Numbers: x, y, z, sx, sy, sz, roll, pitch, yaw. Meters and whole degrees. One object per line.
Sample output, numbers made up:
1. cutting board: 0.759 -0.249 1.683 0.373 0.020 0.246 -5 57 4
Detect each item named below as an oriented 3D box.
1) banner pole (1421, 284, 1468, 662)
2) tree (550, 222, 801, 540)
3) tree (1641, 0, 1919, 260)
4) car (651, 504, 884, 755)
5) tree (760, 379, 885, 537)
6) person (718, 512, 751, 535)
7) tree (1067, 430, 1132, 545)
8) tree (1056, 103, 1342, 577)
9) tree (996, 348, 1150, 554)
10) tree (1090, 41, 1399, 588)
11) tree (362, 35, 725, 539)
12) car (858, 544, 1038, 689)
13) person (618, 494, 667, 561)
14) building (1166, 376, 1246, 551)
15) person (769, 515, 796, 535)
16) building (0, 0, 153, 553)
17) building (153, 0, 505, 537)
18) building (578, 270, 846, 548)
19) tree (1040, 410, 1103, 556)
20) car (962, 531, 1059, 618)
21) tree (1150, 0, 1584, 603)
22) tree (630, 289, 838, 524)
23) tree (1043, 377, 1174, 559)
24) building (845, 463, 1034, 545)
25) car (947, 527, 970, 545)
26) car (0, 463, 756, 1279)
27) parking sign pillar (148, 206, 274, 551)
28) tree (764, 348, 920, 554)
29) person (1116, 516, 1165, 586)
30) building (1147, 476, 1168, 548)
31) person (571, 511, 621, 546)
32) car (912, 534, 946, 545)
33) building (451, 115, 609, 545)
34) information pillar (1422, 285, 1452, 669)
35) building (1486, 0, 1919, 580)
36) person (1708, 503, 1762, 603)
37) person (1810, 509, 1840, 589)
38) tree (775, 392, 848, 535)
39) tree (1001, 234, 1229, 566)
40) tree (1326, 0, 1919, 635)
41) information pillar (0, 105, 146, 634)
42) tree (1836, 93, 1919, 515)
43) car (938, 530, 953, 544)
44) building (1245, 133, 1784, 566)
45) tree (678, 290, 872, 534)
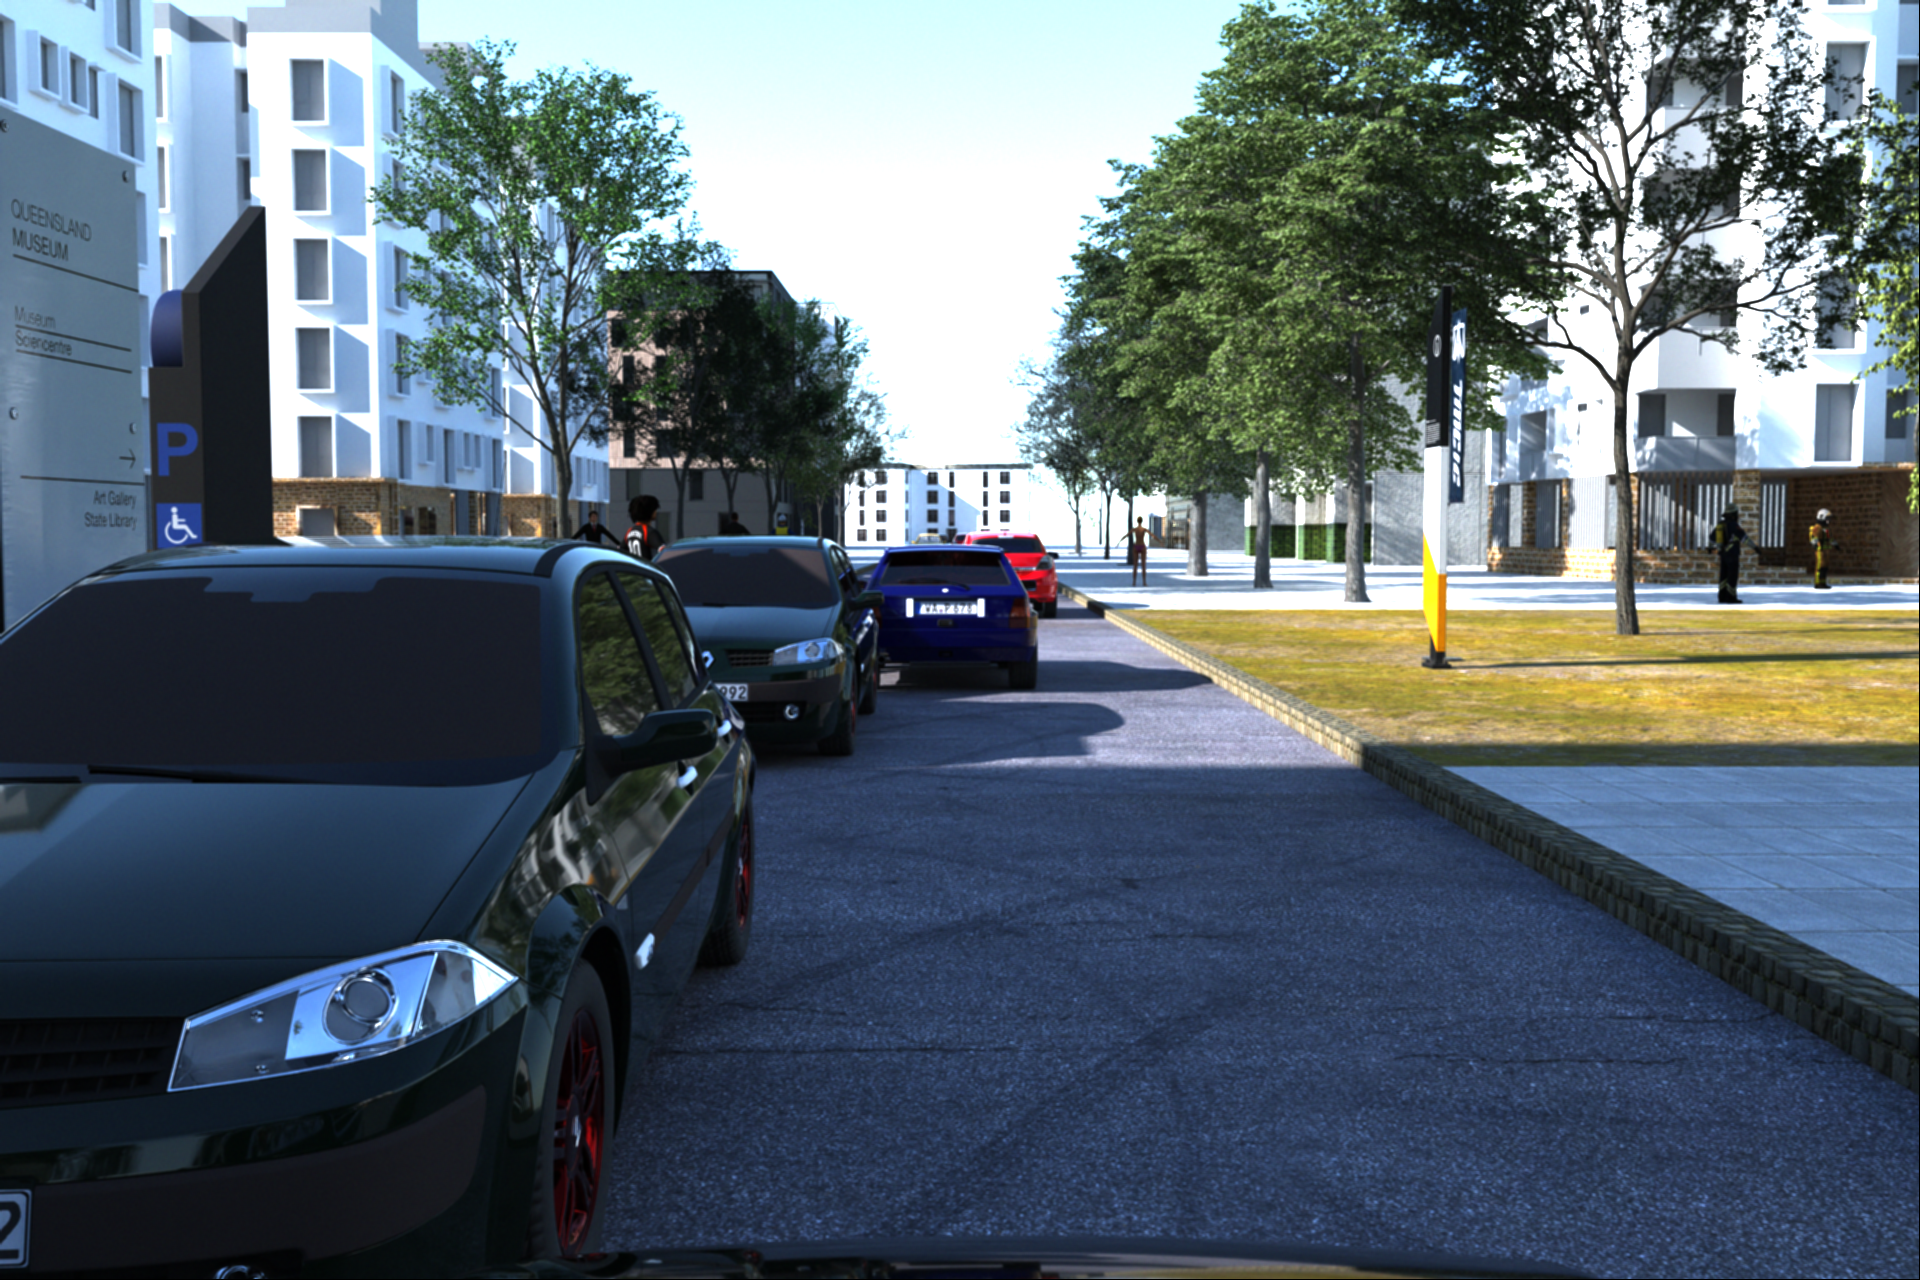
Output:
1. banner pole: 4.900 -1.666 17.255 0.401 3.779 0.863 0 4 -1
2. tree: -8.711 -7.235 52.707 8.767 10.594 7.601 0 4 6
3. tree: 7.236 -4.591 9.481 8.767 10.594 7.601 3 5 40
4. car: -1.523 -0.163 12.450 2.009 1.686 4.222 0 4 0
5. tree: -8.121 -10.317 103.103 8.767 10.594 7.601 1 4 21
6. person: -5.388 -2.162 41.569 1.346 1.802 0.704 1 4 9
7. tree: 17.511 -21.443 206.478 12.611 20.169 13.585 0 3 0
8. tree: 7.166 -8.907 52.280 9.857 13.997 8.962 0 3 0
9. tree: 7.448 -12.278 111.119 12.009 13.543 11.850 0 3 0
10. tree: 6.804 -7.502 40.786 7.486 12.596 7.792 0 3 0
11. tree: -8.523 -6.787 36.726 9.928 11.665 9.643 0 3 0
12. car: -0.172 -0.292 17.357 1.945 1.354 3.894 0 4 -1
13. person: -3.145 -0.544 17.502 1.345 1.843 0.704 3 5 43
14. building: 26.875 -18.827 138.750 19.493 23.208 18.063 0 4 0
15. person: -4.556 -2.335 44.638 1.216 1.772 0.721 0 4 5
16. building: -27.713 -10.980 35.943 16.016 20.090 11.380 0 4 1
17. building: -23.456 -12.284 57.258 16.016 20.090 11.380 0 4 0
18. building: -25.012 -18.756 150.634 27.936 21.610 32.646 0 4 0
19. tree: 7.052 -9.124 99.539 4.360 8.622 3.978 0 3 0
20. car: 0.740 -1.351 31.137 2.155 1.783 4.494 0 4 -1
21. tree: 7.338 -6.948 31.731 7.486 12.596 7.792 0 3 0
22. tree: -8.200 -7.887 63.362 8.767 10.594 7.601 1 4 15
23. tree: 7.740 -9.357 87.406 7.601 10.594 8.767 -2 4 -28
24. building: -5.758 -15.898 204.539 28.070 9.664 9.099 1 4 10
25. car: 0.411 -4.840 88.169 2.155 1.783 4.494 0 4 0
26. car: -1.550 0.329 4.411 2.009 1.686 4.222 0 4 0
27. parking sign pillar: -5.902 -1.543 13.694 1.447 3.967 1.447 0 3 0
28. tree: -7.766 -12.434 113.667 12.009 13.543 11.850 0 3 0
29. person: 4.450 -2.202 42.812 1.217 1.733 0.721 1 4 11
30. building: 23.583 -19.156 169.617 16.016 20.090 11.380 0 4 0
31. person: -8.330 -2.034 39.436 1.347 1.806 0.705 -2 4 -24
32. car: -1.802 -5.593 101.662 2.015 1.641 3.980 0 4 0
33. building: -23.825 -13.658 79.730 16.016 20.090 11.380 0 4 1
34. information pillar: 4.568 -1.543 16.588 0.183 3.616 0.504 0 4 -2
35. building: 22.838 -12.237 56.497 16.016 20.090 11.380 0 4 0
36. person: 14.299 -1.611 32.124 0.705 1.856 1.354 -1 4 -16
37. person: 20.121 -2.115 40.346 1.354 1.858 0.705 -3 5 -42
38. tree: -7.819 -8.437 88.309 4.737 8.622 4.395 0 3 0
39. tree: 6.900 -9.811 70.780 12.009 13.543 11.850 0 3 0
40. tree: 8.207 -5.352 21.917 7.601 10.594 8.767 1 4 11
41. information pillar: -5.319 -1.160 10.277 0.184 3.620 1.656 0 4 1
42. tree: 15.381 -4.677 26.827 4.737 8.622 4.395 0 3 0
43. car: -1.466 -6.472 115.597 2.009 1.686 4.222 0 4 0
44. building: 25.018 -13.363 84.938 16.747 18.905 31.486 0 3 0
45. tree: -7.819 -8.995 72.831 9.928 11.665 9.643 0 3 0
